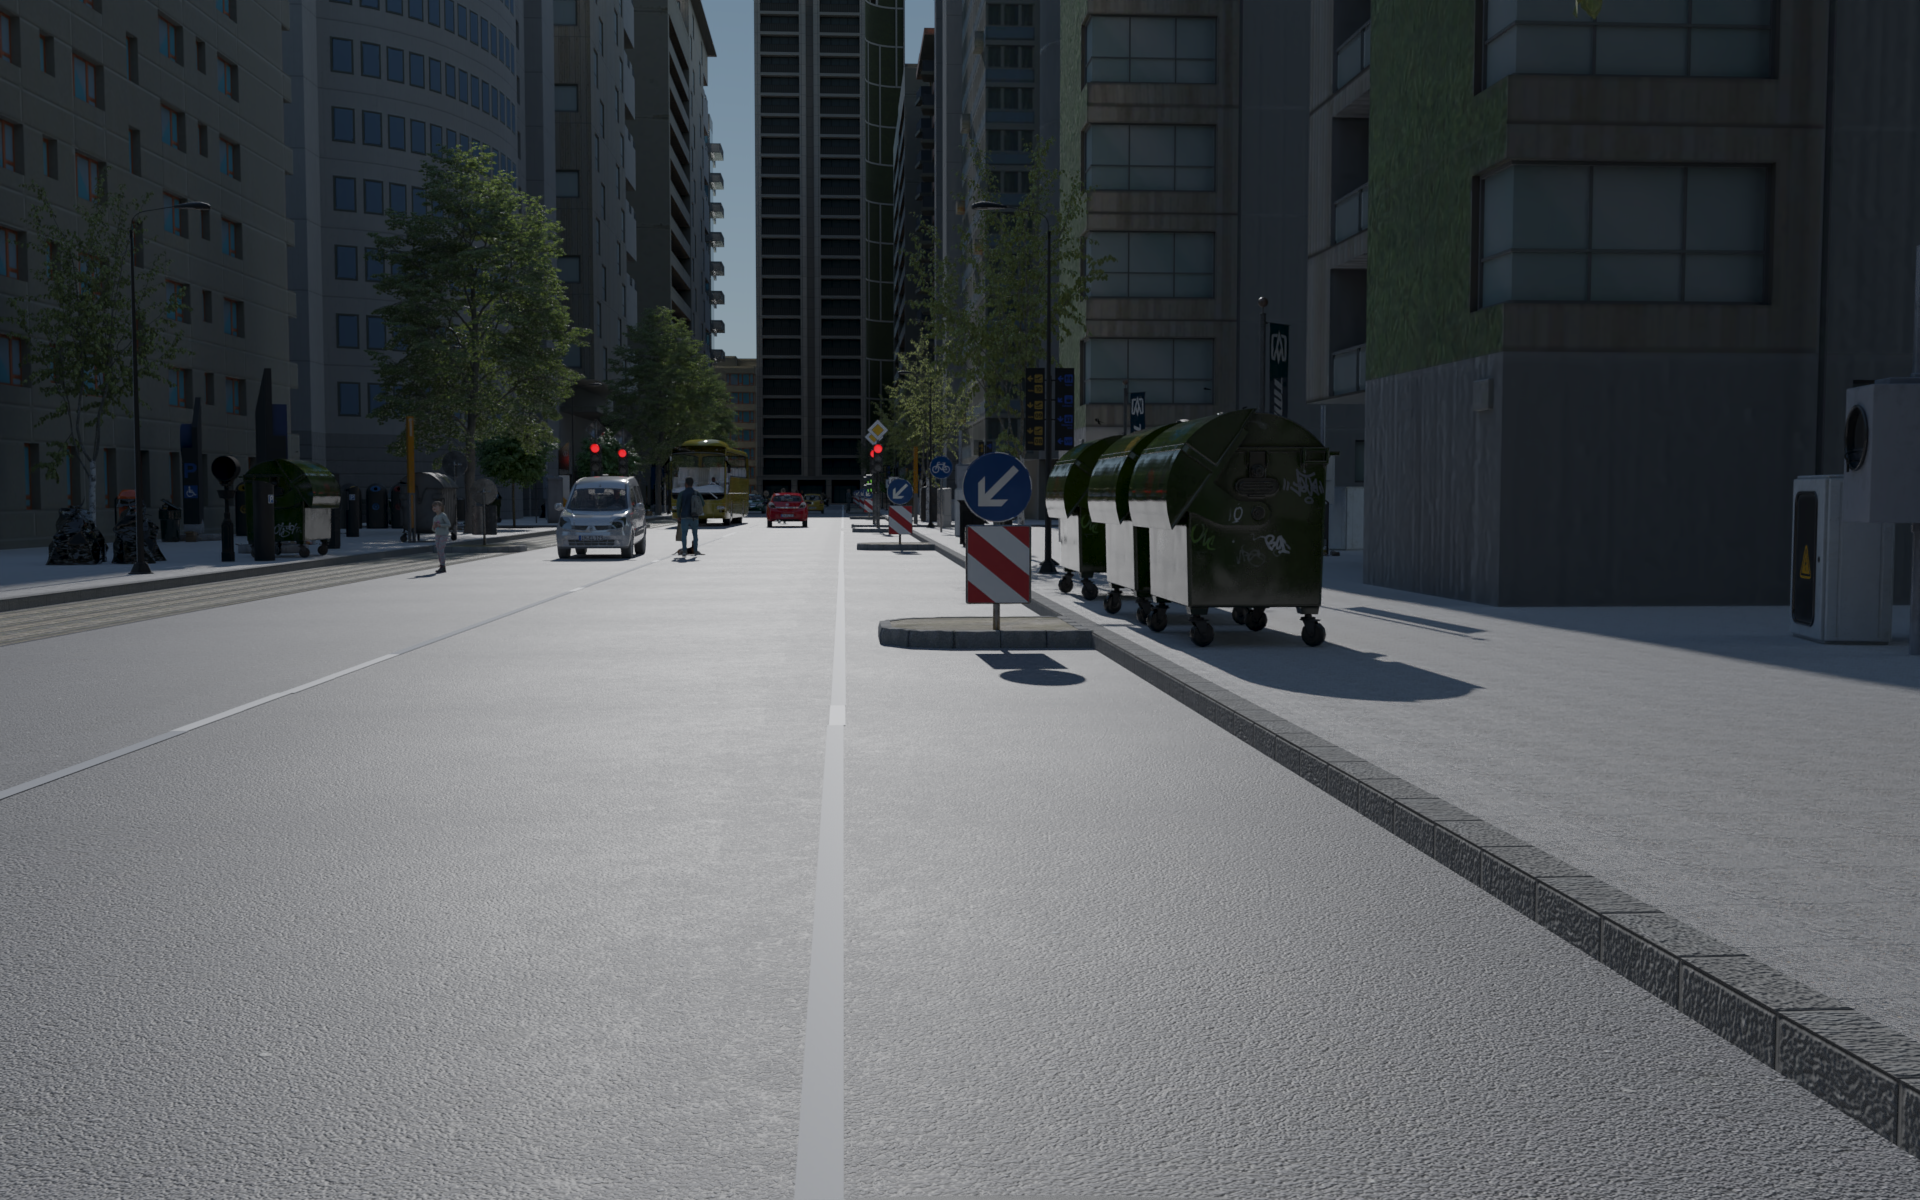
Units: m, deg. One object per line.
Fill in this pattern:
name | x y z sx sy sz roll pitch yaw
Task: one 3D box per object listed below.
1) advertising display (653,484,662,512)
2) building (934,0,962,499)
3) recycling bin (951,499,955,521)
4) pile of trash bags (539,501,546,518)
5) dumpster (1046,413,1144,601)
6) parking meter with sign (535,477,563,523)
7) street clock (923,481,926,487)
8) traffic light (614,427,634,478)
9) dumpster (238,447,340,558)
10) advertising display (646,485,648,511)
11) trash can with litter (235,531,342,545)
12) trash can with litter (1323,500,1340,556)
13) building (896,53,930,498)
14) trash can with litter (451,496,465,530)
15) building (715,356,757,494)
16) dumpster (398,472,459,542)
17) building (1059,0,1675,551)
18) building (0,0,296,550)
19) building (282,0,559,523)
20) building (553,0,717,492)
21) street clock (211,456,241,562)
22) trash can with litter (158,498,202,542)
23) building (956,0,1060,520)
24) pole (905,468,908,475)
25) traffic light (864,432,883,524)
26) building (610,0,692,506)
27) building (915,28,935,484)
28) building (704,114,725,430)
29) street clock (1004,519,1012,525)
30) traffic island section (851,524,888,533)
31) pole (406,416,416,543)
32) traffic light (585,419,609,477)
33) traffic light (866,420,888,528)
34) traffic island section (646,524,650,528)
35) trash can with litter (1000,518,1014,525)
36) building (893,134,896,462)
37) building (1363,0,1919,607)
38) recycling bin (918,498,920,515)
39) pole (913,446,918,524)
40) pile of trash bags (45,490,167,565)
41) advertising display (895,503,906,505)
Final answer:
advertising display | -19.383 -6.470 111.004 0.123 1.923 0.974 1 4 14
building | 8.678 -35.490 122.265 21.231 58.520 28.212 0 4 -4
recycling bin | -0.056 -4.311 83.037 0.722 1.027 0.722 1 4 18
pile of trash bags | -21.525 -5.044 92.229 1.912 1.369 3.447 0 4 0
dumpster | 1.920 -1.167 21.579 1.502 2.255 1.985 0 4 -4
parking meter with sign | -17.797 -4.885 76.136 1.738 3.016 0.543 -1 4 -20
street clock | -1.755 -5.505 94.579 0.471 2.002 0.358 0 4 -5
traffic light | -14.089 -5.119 72.619 0.839 4.253 0.868 0 4 -4
dumpster | -13.720 -2.016 35.452 1.502 2.255 1.985 0 4 -4
advertising display | -21.492 -6.948 118.819 0.123 1.923 0.974 -1 4 -10
trash can with litter | -17.169 -2.000 43.750 2.233 1.210 1.678 1 4 11
trash can with litter | 7.002 -1.524 35.982 2.233 1.210 1.678 -1 4 -13
building | 4.299 -34.548 188.556 21.300 48.544 21.600 0 4 -4
trash can with litter | -18.283 -3.098 61.718 2.233 1.210 1.678 0 4 -6
building | -42.901 -24.565 246.682 28.899 21.520 27.650 0 4 -4
dumpster | -14.347 -2.505 46.722 1.264 1.857 1.865 0 4 -4
building | 9.543 -22.261 47.566 14.154 41.232 14.086 0 4 -4
building | -37.005 -12.318 46.447 28.899 21.520 27.650 0 4 -4
building | -33.275 -33.302 86.487 21.231 58.520 28.212 0 4 -4
building | -40.504 -36.195 181.029 28.713 52.752 27.495 0 4 -4
street clock | -13.887 -1.727 32.808 0.471 2.002 0.358 0 4 -2
trash can with litter | -20.860 -2.137 46.324 1.055 1.170 0.624 -1 4 -17
building | 12.319 -24.429 91.295 23.993 40.220 32.217 0 4 -4
pole | -4.193 -8.731 136.590 0.158 3.312 0.155 0 3 0
traffic light | -3.652 -5.163 73.335 0.839 4.253 0.868 0 4 -4
building | -35.975 -32.612 156.904 21.300 48.544 21.600 0 4 -4
building | 7.072 -31.131 163.614 22.147 44.769 28.867 0 4 -4
building | -43.682 -35.890 206.403 30.456 49.044 23.786 0 4 -4
street clock | 1.081 -2.089 38.720 0.358 2.002 0.471 0 4 3
traffic island section | -3.075 -2.642 65.485 2.009 0.180 2.903 0 4 -4
pole | -14.424 -3.159 45.490 0.158 3.312 0.155 0 3 0
traffic light | -13.553 -4.632 64.652 0.839 4.253 0.868 0 4 -4
traffic light | -3.116 -4.676 65.368 0.839 4.253 0.868 0 4 -4
traffic island section | -14.130 -3.087 72.751 2.009 0.180 2.903 0 4 -4
trash can with litter | 1.273 -1.991 43.944 0.624 1.170 1.055 -3 4 -36
building | 2.892 -35.918 210.958 21.300 48.544 21.600 0 4 -4
building | 12.649 -20.923 25.680 14.154 41.232 14.086 0 4 -4
recycling bin | -2.891 -5.810 107.550 0.722 1.027 0.722 -3 4 -38
pole | -1.902 -4.919 74.276 0.158 3.312 0.155 0 3 0
pile of trash bags | -16.079 -1.416 32.907 1.912 1.369 3.447 -1 4 -15
advertising display | -3.591 -6.149 105.751 0.974 1.923 0.123 2 4 33
